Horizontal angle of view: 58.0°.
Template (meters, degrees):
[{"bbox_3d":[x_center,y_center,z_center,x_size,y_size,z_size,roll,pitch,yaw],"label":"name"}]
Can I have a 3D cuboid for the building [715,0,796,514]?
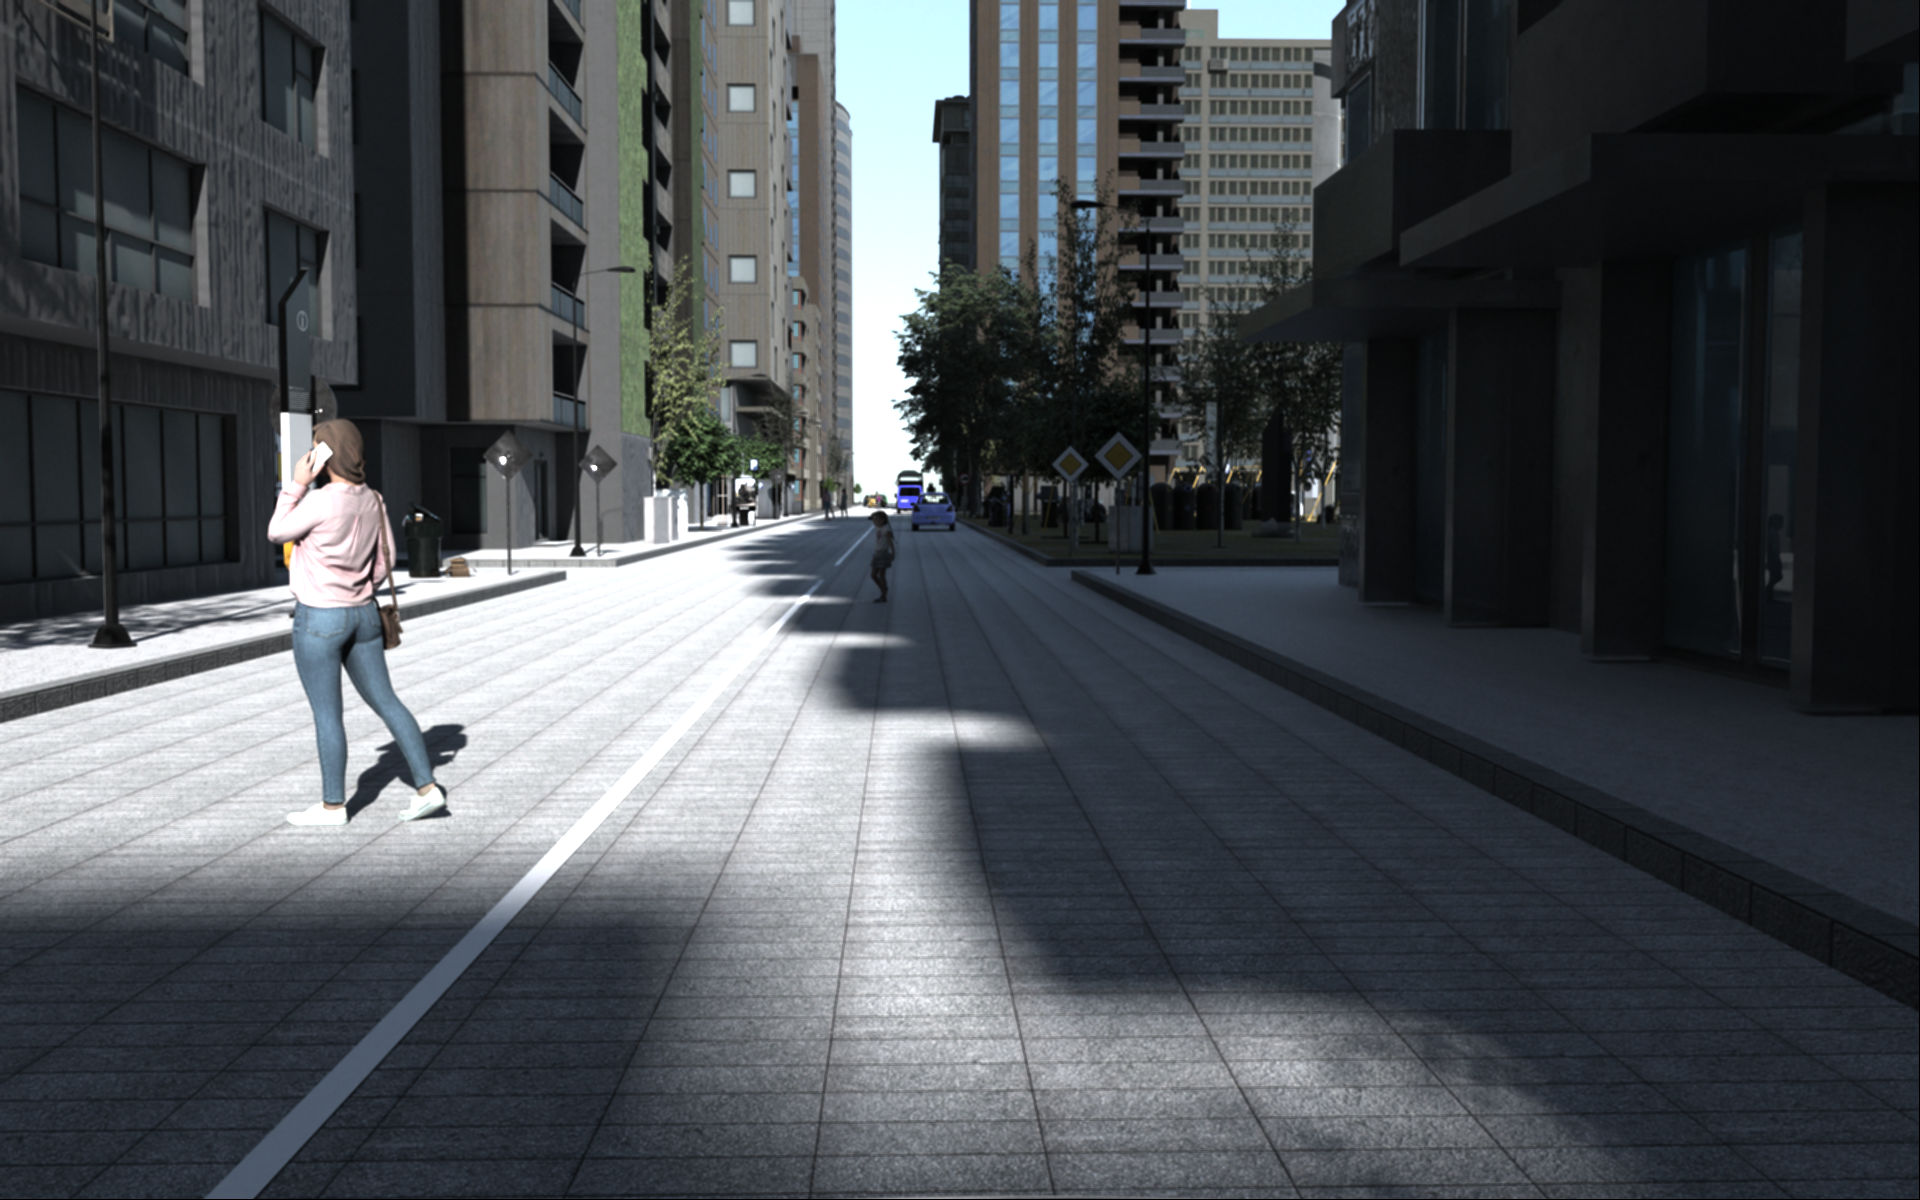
[{"bbox_3d":[-26.000,-32.633,122.793,28.713,52.752,27.495,0,4,-2],"label":"building"}]

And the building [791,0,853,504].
[{"bbox_3d":[-24.448,-48.303,228.003,20.563,71.187,20.611,0,4,-2],"label":"building"}]

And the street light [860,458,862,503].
[{"bbox_3d":[-13.323,-15.478,225.598,1.470,5.913,1.316,0,4,-2],"label":"street light"}]

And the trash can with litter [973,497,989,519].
[{"bbox_3d":[1.214,-4.813,90.083,1.055,1.170,0.624,-1,4,-14],"label":"trash can with litter"}]

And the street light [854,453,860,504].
[{"bbox_3d":[-12.331,-13.591,194.759,1.470,5.913,1.316,0,4,-2],"label":"street light"}]

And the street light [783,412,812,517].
[{"bbox_3d":[-9.318,-7.679,98.086,1.470,5.913,1.316,0,4,-2],"label":"street light"}]

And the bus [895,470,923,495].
[{"bbox_3d":[-5.198,-11.424,178.331,2.896,3.916,12.252,0,4,-3],"label":"bus"}]

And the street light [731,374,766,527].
[{"bbox_3d":[-8.189,-5.777,67.001,1.470,5.913,1.316,0,4,-2],"label":"street light"}]

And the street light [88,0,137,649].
[{"bbox_3d":[-6.572,-2.558,14.368,1.470,5.913,1.316,0,4,-2],"label":"street light"}]

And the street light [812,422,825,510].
[{"bbox_3d":[-9.655,-8.529,111.995,1.470,5.913,1.316,0,4,-2],"label":"street light"}]

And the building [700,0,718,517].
[{"bbox_3d":[-20.667,-27.089,93.021,14.600,45.320,14.200,0,4,-2],"label":"building"}]

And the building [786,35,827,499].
[{"bbox_3d":[-20.701,-32.020,173.635,14.600,45.320,14.200,0,4,-2],"label":"building"}]

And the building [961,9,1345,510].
[{"bbox_3d":[16.391,-27.595,143.058,32.217,40.220,23.993,0,4,-2],"label":"building"}]

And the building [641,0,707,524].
[{"bbox_3d":[-18.385,-18.332,71.423,14.160,30.474,14.107,0,4,-2],"label":"building"}]

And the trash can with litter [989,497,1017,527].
[{"bbox_3d":[1.821,-3.613,70.457,0.624,1.170,1.055,-2,4,-28],"label":"trash can with litter"}]

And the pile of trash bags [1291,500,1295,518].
[{"bbox_3d":[16.230,-5.074,92.707,3.447,1.369,1.912,-2,4,-32],"label":"pile of trash bags"}]

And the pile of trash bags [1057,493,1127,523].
[{"bbox_3d":[6.067,-4.203,78.472,3.447,1.369,1.912,-2,4,-26],"label":"pile of trash bags"}]

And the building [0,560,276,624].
[{"bbox_3d":[-15.573,-20.572,19.952,14.086,41.232,14.154,0,4,-2],"label":"building"}]

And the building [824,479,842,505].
[{"bbox_3d":[-30.466,-31.443,205.968,32.217,40.220,23.993,0,4,-2],"label":"building"}]

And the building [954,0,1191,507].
[{"bbox_3d":[10.978,-52.371,168.931,22.319,86.520,31.000,0,4,-2],"label":"building"}]

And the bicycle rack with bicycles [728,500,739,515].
[{"bbox_3d":[-14.032,-5.532,103.836,2.925,0.926,2.852,-3,5,-45],"label":"bicycle rack with bicycles"}]

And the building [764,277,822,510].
[{"bbox_3d":[-26.739,-18.767,151.881,27.650,21.520,28.899,0,4,-2],"label":"building"}]

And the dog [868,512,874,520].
[{"bbox_3d":[-4.876,-4.667,96.497,0.550,0.427,0.748,0,4,7],"label":"dog"}]

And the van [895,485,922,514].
[{"bbox_3d":[-3.620,-7.387,125.156,2.240,2.365,5.245,0,4,-2],"label":"van"}]

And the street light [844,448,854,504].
[{"bbox_3d":[-11.683,-12.302,173.673,1.470,5.913,1.316,0,4,-2],"label":"street light"}]

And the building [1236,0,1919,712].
[{"bbox_3d":[15.319,-23.920,10.702,23.786,49.044,30.456,0,4,-2],"label":"building"}]

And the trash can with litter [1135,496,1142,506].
[{"bbox_3d":[9.504,-5.020,93.457,0.624,1.170,1.055,0,4,4],"label":"trash can with litter"}]

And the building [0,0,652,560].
[{"bbox_3d":[-15.666,-21.895,41.580,14.154,41.232,14.086,0,4,-2],"label":"building"}]

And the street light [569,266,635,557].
[{"bbox_3d":[-7.311,-3.846,35.425,1.470,5.913,1.316,0,4,-2],"label":"street light"}]

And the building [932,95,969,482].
[{"bbox_3d":[10.938,-39.015,227.129,28.713,52.752,27.495,0,4,-2],"label":"building"}]

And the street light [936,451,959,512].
[{"bbox_3d":[-0.767,-9.230,123.459,1.470,5.913,1.316,0,4,-2],"label":"street light"}]

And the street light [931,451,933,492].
[{"bbox_3d":[-1.640,-11.142,154.717,1.470,5.913,1.316,0,4,-2],"label":"street light"}]

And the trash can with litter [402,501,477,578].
[{"bbox_3d":[-8.058,-0.943,26.811,1.055,1.170,0.624,-1,4,-23],"label":"trash can with litter"}]

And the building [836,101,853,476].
[{"bbox_3d":[-26.546,-43.468,252.701,21.231,58.520,28.212,0,4,-2],"label":"building"}]

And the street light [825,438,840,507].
[{"bbox_3d":[-10.760,-10.415,142.831,1.470,5.913,1.316,0,4,-2],"label":"street light"}]

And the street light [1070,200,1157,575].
[{"bbox_3d":[2.438,-3.366,27.569,1.470,5.913,1.316,0,4,-2],"label":"street light"}]

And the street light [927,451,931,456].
[{"bbox_3d":[-2.792,-13.101,186.736,1.470,5.913,1.316,0,4,-2],"label":"street light"}]

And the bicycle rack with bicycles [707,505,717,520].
[{"bbox_3d":[-13.714,-4.359,84.652,2.852,0.926,2.925,-2,4,-33],"label":"bicycle rack with bicycles"}]

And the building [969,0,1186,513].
[{"bbox_3d":[7.820,-28.957,123.559,14.600,45.320,14.200,0,4,-2],"label":"building"}]

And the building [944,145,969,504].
[{"bbox_3d":[5.047,-31.942,205.843,14.154,41.232,14.086,0,4,-2],"label":"building"}]
